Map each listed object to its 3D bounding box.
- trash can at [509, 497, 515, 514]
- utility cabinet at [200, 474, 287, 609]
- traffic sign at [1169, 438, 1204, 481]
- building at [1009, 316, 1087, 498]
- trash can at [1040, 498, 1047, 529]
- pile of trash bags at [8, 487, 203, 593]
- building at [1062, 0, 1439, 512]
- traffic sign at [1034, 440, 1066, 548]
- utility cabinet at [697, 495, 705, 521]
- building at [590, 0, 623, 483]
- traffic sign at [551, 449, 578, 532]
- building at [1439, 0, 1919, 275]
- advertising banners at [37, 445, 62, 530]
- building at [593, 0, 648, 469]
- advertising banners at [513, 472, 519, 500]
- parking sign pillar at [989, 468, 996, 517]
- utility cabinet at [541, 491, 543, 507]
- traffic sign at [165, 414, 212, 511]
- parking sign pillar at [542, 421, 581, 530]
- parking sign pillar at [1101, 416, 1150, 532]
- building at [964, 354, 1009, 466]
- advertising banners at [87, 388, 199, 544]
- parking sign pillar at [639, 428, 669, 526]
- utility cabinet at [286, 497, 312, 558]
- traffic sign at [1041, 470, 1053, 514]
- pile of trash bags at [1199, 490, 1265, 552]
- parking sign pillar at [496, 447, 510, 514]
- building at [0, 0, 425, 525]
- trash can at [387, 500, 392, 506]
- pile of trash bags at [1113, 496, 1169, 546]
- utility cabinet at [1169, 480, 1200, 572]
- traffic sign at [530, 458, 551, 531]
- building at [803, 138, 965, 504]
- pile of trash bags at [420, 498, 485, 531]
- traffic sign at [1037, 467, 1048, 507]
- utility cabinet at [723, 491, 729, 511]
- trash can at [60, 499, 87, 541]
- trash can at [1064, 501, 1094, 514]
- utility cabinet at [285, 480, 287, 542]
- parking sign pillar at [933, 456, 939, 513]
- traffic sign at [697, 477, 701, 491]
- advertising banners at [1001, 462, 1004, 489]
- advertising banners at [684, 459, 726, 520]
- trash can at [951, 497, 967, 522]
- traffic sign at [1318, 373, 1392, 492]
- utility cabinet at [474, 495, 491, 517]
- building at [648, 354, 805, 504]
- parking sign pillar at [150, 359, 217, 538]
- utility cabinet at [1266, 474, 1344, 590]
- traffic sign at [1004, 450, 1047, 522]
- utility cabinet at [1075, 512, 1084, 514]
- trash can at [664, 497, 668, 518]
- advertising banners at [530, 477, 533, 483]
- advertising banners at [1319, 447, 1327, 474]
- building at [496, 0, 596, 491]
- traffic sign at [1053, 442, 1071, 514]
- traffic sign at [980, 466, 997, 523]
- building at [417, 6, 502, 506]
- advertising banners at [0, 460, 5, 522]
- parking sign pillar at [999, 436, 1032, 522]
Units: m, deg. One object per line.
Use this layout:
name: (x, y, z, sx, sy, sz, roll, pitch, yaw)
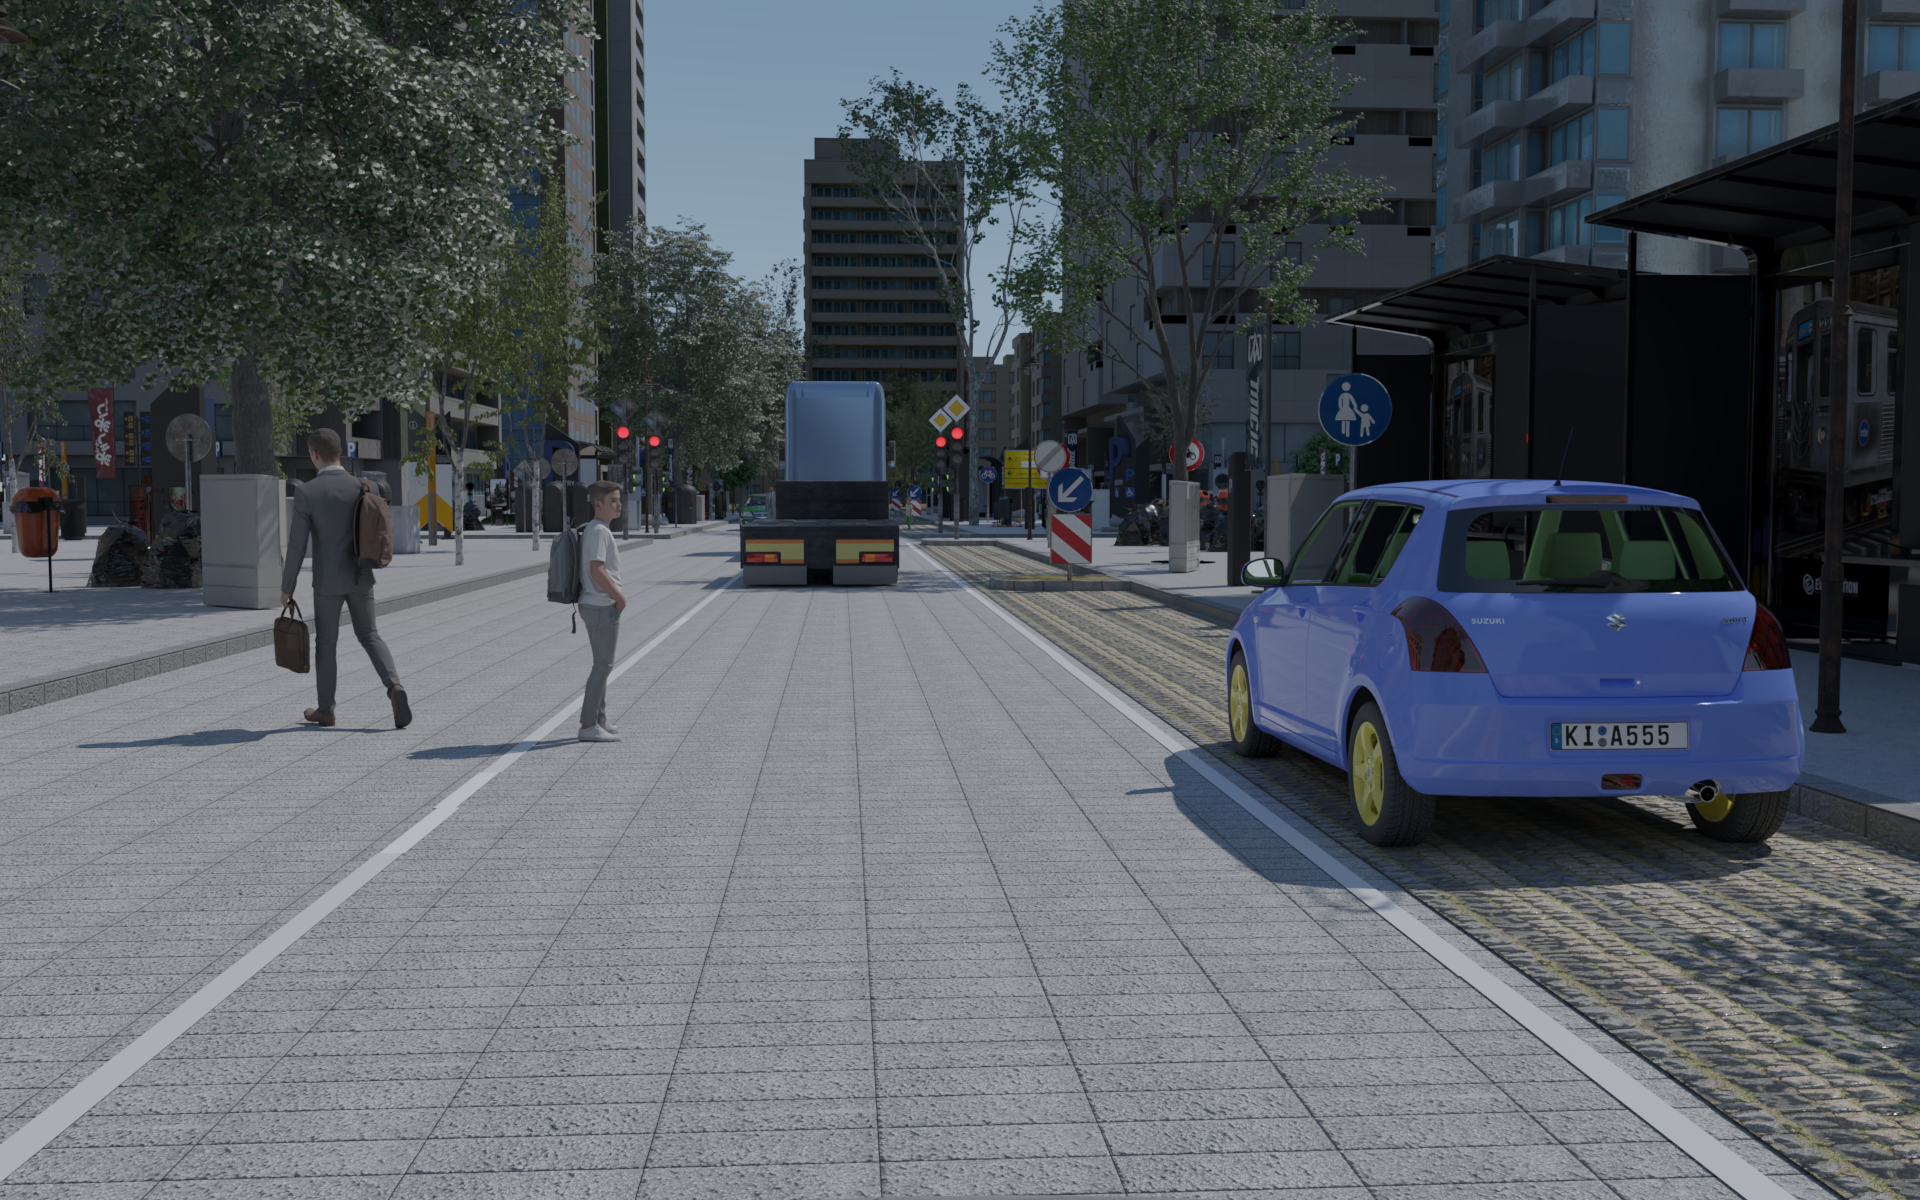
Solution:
trash can: (-20.503, -4.187, 80.106, 0.748, 1.137, 0.748, 0, 3, 0)
utility cabinet: (-8.099, -0.663, 19.522, 1.173, 1.500, 0.318, 3, 4, 38)
traffic sign: (4.994, -2.333, 38.245, 0.768, 2.556, 0.104, 0, 4, 1)
building: (20.587, -20.542, 180.894, 27.650, 21.520, 28.899, 0, 4, -4)
trash can: (3.314, -3.201, 63.988, 0.748, 1.137, 0.748, 0, 3, 0)
pile of trash bags: (-11.281, -0.861, 23.823, 1.912, 1.369, 3.447, 2, 4, 32)
building: (23.916, -34.413, 151.895, 28.713, 52.752, 27.495, 0, 4, -4)
traffic sign: (2.127, -2.511, 41.164, 0.768, 2.556, 0.104, 0, 4, -2)
utility cabinet: (-12.617, -4.348, 82.250, 1.020, 1.237, 0.306, 2, 4, 28)
building: (-41.048, -43.724, 153.135, 20.563, 71.187, 20.611, 0, 4, -4)
traffic sign: (-11.074, -2.958, 48.473, 0.768, 2.556, 0.104, 0, 4, 5)
building: (38.455, -28.265, 81.749, 30.456, 49.044, 23.786, 0, 4, -4)
advertising banners: (-32.319, -3.992, 61.462, 0.090, 3.025, 2.074, 0, 4, -8)
building: (-47.176, -39.009, 179.803, 28.212, 58.520, 21.231, 0, 4, -4)
advertising banners: (-32.398, -7.793, 123.605, 2.074, 3.025, 0.090, 0, 4, 3)
parking sign pillar: (2.251, -6.682, 97.721, 1.447, 3.967, 1.447, 1, 4, 16)
utility cabinet: (-27.525, -6.385, 113.079, 1.173, 1.500, 0.318, 1, 4, 13)
traffic sign: (-12.249, -1.676, 27.503, 0.768, 2.556, 0.104, 0, 4, 4)
parking sign pillar: (-14.401, -4.533, 62.585, 1.447, 3.967, 1.447, 0, 4, -2)
parking sign pillar: (5.518, -4.304, 58.847, 1.447, 3.967, 1.447, -1, 4, -18)
building: (14.308, -24.464, 245.027, 28.899, 21.520, 27.650, 0, 4, -4)
advertising banners: (-13.396, -1.969, 28.388, 2.074, 3.025, 0.090, 1, 4, 15)
parking sign pillar: (-12.633, -5.023, 70.592, 1.447, 3.967, 1.447, 1, 4, 14)
utility cabinet: (-13.493, -1.437, 34.658, 1.020, 1.237, 0.306, -2, 4, -24)
traffic sign: (2.390, -2.625, 45.051, 0.606, 2.300, 0.079, 0, 4, 5)
pile of trash bags: (6.322, -1.845, 39.925, 1.912, 1.369, 3.447, 0, 4, -2)
parking sign pillar: (-24.252, -6.331, 91.992, 1.447, 3.967, 1.447, 0, 4, -1)
building: (-32.509, -18.623, 76.180, 14.160, 30.474, 14.107, 0, 4, -4)
trash can: (-13.383, -1.711, 39.633, 0.748, 1.137, 0.748, 0, 3, 0)
pile of trash bags: (5.410, -2.083, 43.806, 1.912, 1.369, 3.447, 2, 4, 34)
utility cabinet: (3.719, -1.217, 28.584, 0.318, 1.500, 1.173, 1, 4, 18)
traffic sign: (-14.754, -3.713, 60.817, 0.768, 2.556, 0.104, 0, 4, -3)
building: (-10.644, -37.631, 238.974, 21.600, 48.544, 21.300, 0, 4, -4)
pile of trash bags: (-18.275, -3.131, 60.939, 3.447, 1.369, 1.912, 3, 5, 42)
traffic sign: (2.962, -3.566, 58.411, 0.768, 2.556, 0.104, 0, 4, 1)
utility cabinet: (-17.336, -7.322, 128.391, 0.318, 1.500, 1.173, 0, 4, -2)
trash can: (-24.532, -2.215, 47.875, 0.748, 1.137, 0.748, 0, 3, 0)
trash can: (2.628, -1.642, 38.498, 0.748, 1.137, 0.748, 0, 3, 0)
utility cabinet: (-10.981, -1.097, 26.615, 1.173, 1.500, 0.318, 0, 4, 6)
parking sign pillar: (-1.542, -7.898, 117.606, 1.447, 3.967, 1.447, 1, 4, 8)
traffic sign: (-19.367, -7.913, 129.480, 0.768, 2.556, 0.104, 0, 4, 5)
advertising banners: (2.927, -6.057, 95.213, 2.074, 3.025, 0.090, -3, 5, -44)
advertising banners: (-12.840, -5.562, 87.122, 2.074, 3.025, 0.090, 0, 4, 1)
trash can: (-0.066, -4.678, 88.146, 0.748, 1.137, 0.748, 0, 3, 0)
traffic sign: (4.157, -1.114, 18.320, 0.768, 2.556, 0.104, 0, 4, 4)
utility cabinet: (-27.244, -5.370, 98.960, 1.020, 1.237, 0.306, 1, 4, 13)
building: (-36.033, -24.217, 240.994, 28.899, 21.520, 27.650, 0, 4, -4)
parking sign pillar: (-15.650, -2.842, 34.934, 1.447, 3.967, 1.447, 1, 4, 21)
utility cabinet: (3.841, -0.650, 19.302, 0.318, 1.500, 1.173, 3, 5, 41)
traffic sign: (3.151, -5.246, 79.648, 2.265, 3.308, 0.079, 0, 4, -1)
utility cabinet: (4.806, -3.703, 71.702, 0.306, 1.237, 1.020, 2, 4, 33)
trash can: (-15.548, -4.979, 93.065, 0.748, 1.137, 0.748, 0, 3, 0)
advertising banners: (-30.018, -7.850, 124.531, 0.090, 3.025, 2.074, 3, 4, 36)
advertising banners: (13.966, -4.198, 64.817, 0.090, 3.025, 2.074, 3, 5, 44)
building: (-36.870, -29.730, 136.193, 14.600, 45.320, 14.200, 0, 4, -4)
traffic sign: (2.305, -2.573, 42.171, 0.768, 2.556, 0.104, 0, 4, -3)
traffic sign: (1.264, -4.749, 77.748, 0.768, 2.556, 0.104, 0, 4, 2)
building: (-41.897, -29.651, 108.488, 21.300, 48.544, 21.600, 0, 4, -4)
advertising banners: (-49.079, -5.726, 89.808, 0.090, 3.025, 2.074, 0, 4, 5)
parking sign pillar: (2.787, -5.643, 80.742, 1.447, 3.967, 1.447, 2, 4, 27)
